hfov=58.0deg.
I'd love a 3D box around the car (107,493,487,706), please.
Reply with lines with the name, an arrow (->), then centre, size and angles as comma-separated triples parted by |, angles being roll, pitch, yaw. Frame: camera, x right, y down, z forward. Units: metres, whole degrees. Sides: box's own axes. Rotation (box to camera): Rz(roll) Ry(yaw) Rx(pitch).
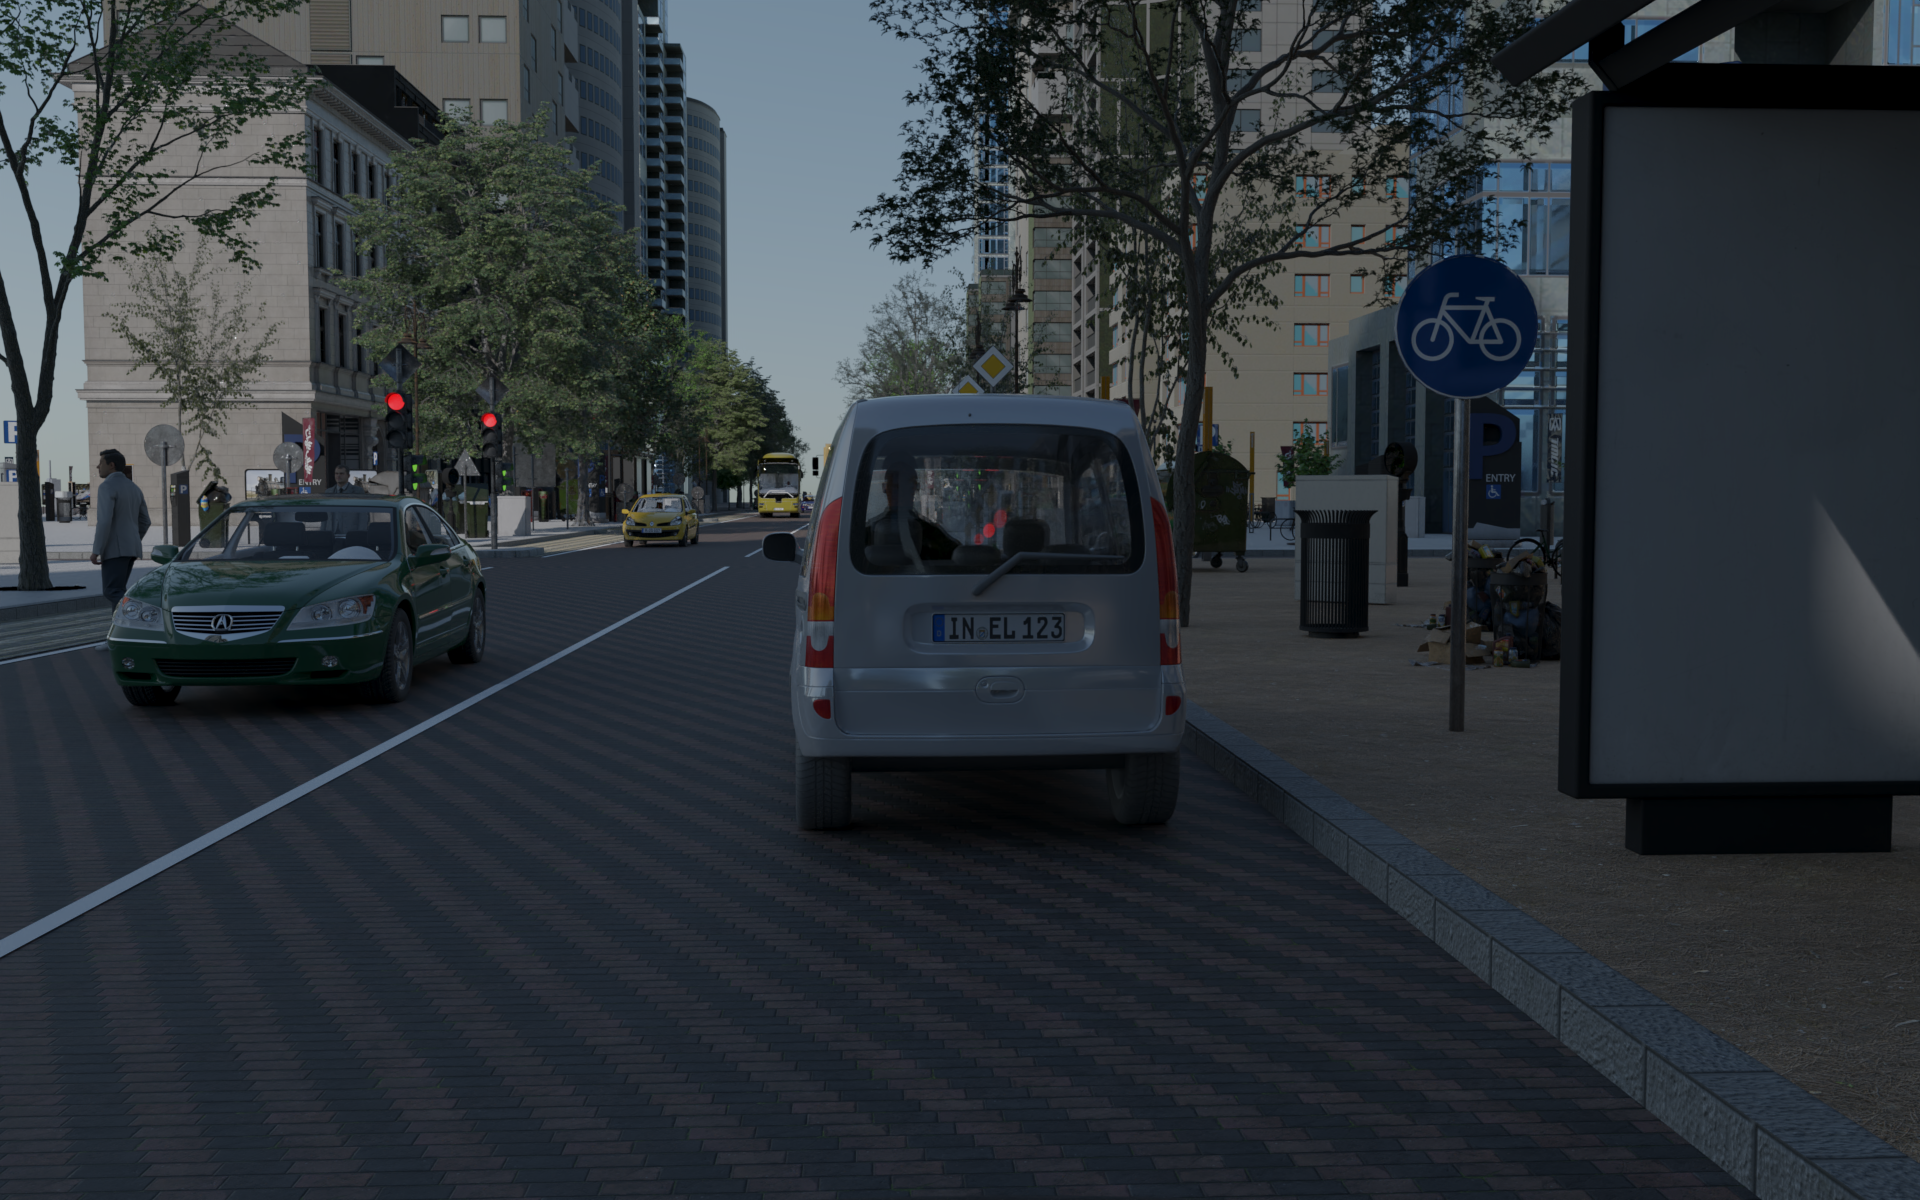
car -> -4.869, -0.092, 13.306 | 2.131, 1.459, 4.920 | 0, 4, -5

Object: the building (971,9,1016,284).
building -> 10.550, -57.868, 258.807 | 22.319, 86.520, 31.000 | 0, 4, -3

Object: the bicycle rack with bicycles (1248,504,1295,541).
bicycle rack with bicycles -> 9.857, -2.062, 47.101 | 2.925, 0.926, 2.852 | -1, 4, -16

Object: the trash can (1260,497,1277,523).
trash can -> 13.936, -4.074, 78.265 | 0.748, 1.137, 0.748 | 0, 3, 0

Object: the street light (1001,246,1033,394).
street light -> 1.061, -3.653, 32.510 | 0.468, 5.910, 1.993 | 0, 4, -3

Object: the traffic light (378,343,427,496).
traffic light -> -10.388, -2.649, 32.238 | 0.839, 4.253, 0.868 | 0, 4, -3

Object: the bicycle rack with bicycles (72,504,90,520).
bicycle rack with bicycles -> -43.246, -4.511, 87.140 | 2.925, 0.926, 2.852 | -1, 4, -13

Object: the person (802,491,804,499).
person -> -21.257, -13.880, 235.417 | 0.705, 1.826, 1.348 | 1, 4, 10

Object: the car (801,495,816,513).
car -> -11.236, -7.267, 131.398 | 1.945, 1.354, 3.894 | 0, 4, -5

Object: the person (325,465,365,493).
person -> -8.016, -0.843, 22.383 | 0.694, 1.812, 0.767 | 0, 4, 5

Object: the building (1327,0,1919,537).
building -> 30.013, -45.777, 61.118 | 31.000, 86.520, 22.319 | 0, 4, -3

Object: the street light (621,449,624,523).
street light -> -14.890, -6.337, 76.393 | 0.468, 5.910, 1.993 | 0, 4, -3

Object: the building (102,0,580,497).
building -> -43.137, -32.872, 126.690 | 28.713, 52.752, 27.495 | 0, 4, -3

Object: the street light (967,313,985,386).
street light -> 0.459, -4.383, 44.444 | 0.468, 5.910, 1.993 | 0, 4, -3

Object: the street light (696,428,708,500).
street light -> -16.753, -8.480, 111.432 | 0.468, 5.910, 1.993 | 0, 4, -3

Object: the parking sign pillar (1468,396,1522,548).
parking sign pillar -> 12.840, -3.261, 41.783 | 1.447, 3.967, 1.447 | 0, 4, 7

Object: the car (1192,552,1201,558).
car -> 3.321, -1.713, 36.811 | 4.718, 1.807, 1.959 | 0, 4, -3

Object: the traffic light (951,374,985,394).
traffic light -> 0.172, -3.174, 40.823 | 0.839, 4.253, 0.868 | 0, 4, -3

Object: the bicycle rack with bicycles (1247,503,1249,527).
bicycle rack with bicycles -> 10.591, -3.151, 64.894 | 2.925, 0.926, 2.852 | -1, 4, -22

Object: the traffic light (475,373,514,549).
traffic light -> -10.822, -3.137, 40.211 | 0.839, 4.253, 0.868 | 0, 4, -3

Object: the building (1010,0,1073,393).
building -> 19.833, -35.392, 167.894 | 28.713, 52.752, 27.495 | 0, 4, -3

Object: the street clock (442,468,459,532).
street clock -> -14.152, -2.666, 48.163 | 0.358, 2.002, 0.471 | 2, 4, 24

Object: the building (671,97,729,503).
building -> -45.630, -43.502, 253.249 | 21.231, 58.520, 28.212 | 0, 4, -3

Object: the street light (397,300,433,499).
street light -> -12.965, -4.194, 41.358 | 0.468, 5.910, 1.993 | 0, 4, -3

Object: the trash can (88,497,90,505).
trash can -> -45.155, -4.823, 90.513 | 0.748, 1.137, 0.748 | 0, 3, 0

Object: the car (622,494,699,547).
car -> -8.309, -2.325, 48.242 | 2.015, 1.641, 3.980 | 0, 4, -2

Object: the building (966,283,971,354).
building -> 7.731, -28.509, 237.820 | 14.160, 30.474, 14.107 | 0, 4, -3

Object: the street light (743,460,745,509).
street light -> -19.009, -10.972, 152.175 | 0.468, 5.910, 1.993 | 0, 4, -3

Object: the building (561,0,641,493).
building -> -40.995, -37.476, 154.733 | 21.231, 58.520, 28.212 | 0, 4, -3

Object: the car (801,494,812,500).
car -> -22.308, -14.965, 254.894 | 2.015, 1.641, 3.980 | 0, 4, -4

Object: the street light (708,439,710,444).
street light -> -17.103, -8.813, 116.886 | 0.468, 5.910, 1.993 | 0, 4, -3

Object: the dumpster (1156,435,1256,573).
dumpster -> 4.041, -1.623, 29.027 | 1.502, 2.255, 1.985 | 0, 4, -3

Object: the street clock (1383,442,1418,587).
street clock -> 6.090, -1.188, 23.986 | 0.358, 2.002, 0.471 | -2, 4, -24

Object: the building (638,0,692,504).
building -> -45.576, -55.661, 222.721 | 22.319, 86.520, 31.000 | 0, 4, -3

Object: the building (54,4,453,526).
building -> -30.309, -13.387, 69.782 | 10.553, 20.767, 40.483 | 0, 4, -3

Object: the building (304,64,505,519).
building -> -33.446, -16.392, 97.680 | 12.332, 23.373, 15.834 | 0, 4, -3

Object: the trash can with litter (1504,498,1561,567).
trash can with litter -> 10.612, -1.251, 31.516 | 1.678, 1.210, 2.233 | 1, 4, 13

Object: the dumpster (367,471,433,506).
dumpster -> -14.353, -2.363, 44.397 | 1.264, 1.857, 1.865 | 0, 4, -3

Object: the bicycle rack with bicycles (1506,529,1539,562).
bicycle rack with bicycles -> 9.505, -0.728, 25.280 | 2.925, 0.926, 2.852 | 1, 4, 17

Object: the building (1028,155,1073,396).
building -> 12.566, -22.930, 146.610 | 14.160, 30.474, 14.107 | 0, 4, -3

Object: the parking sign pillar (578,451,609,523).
parking sign pillar -> -16.284, -5.386, 76.536 | 1.447, 3.967, 1.447 | 2, 4, 33

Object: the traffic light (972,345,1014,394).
traffic light -> 0.606, -2.687, 32.850 | 0.839, 4.253, 0.868 | 0, 4, -3

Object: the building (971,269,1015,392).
building -> 9.270, -27.621, 223.300 | 14.160, 30.474, 14.107 | 0, 4, -3

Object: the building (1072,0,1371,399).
building -> 17.550, -42.204, 128.285 | 20.563, 71.187, 20.611 | 0, 4, -3

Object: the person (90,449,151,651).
person -> -7.557, -0.451, 15.721 | 0.795, 1.843, 0.661 | 1, 4, 9

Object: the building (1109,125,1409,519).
building -> 24.654, -15.786, 103.133 | 27.650, 21.520, 28.899 | 0, 4, -3

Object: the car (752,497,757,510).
car -> -16.308, -8.308, 144.624 | 1.959, 1.807, 4.718 | 0, 4, -2
